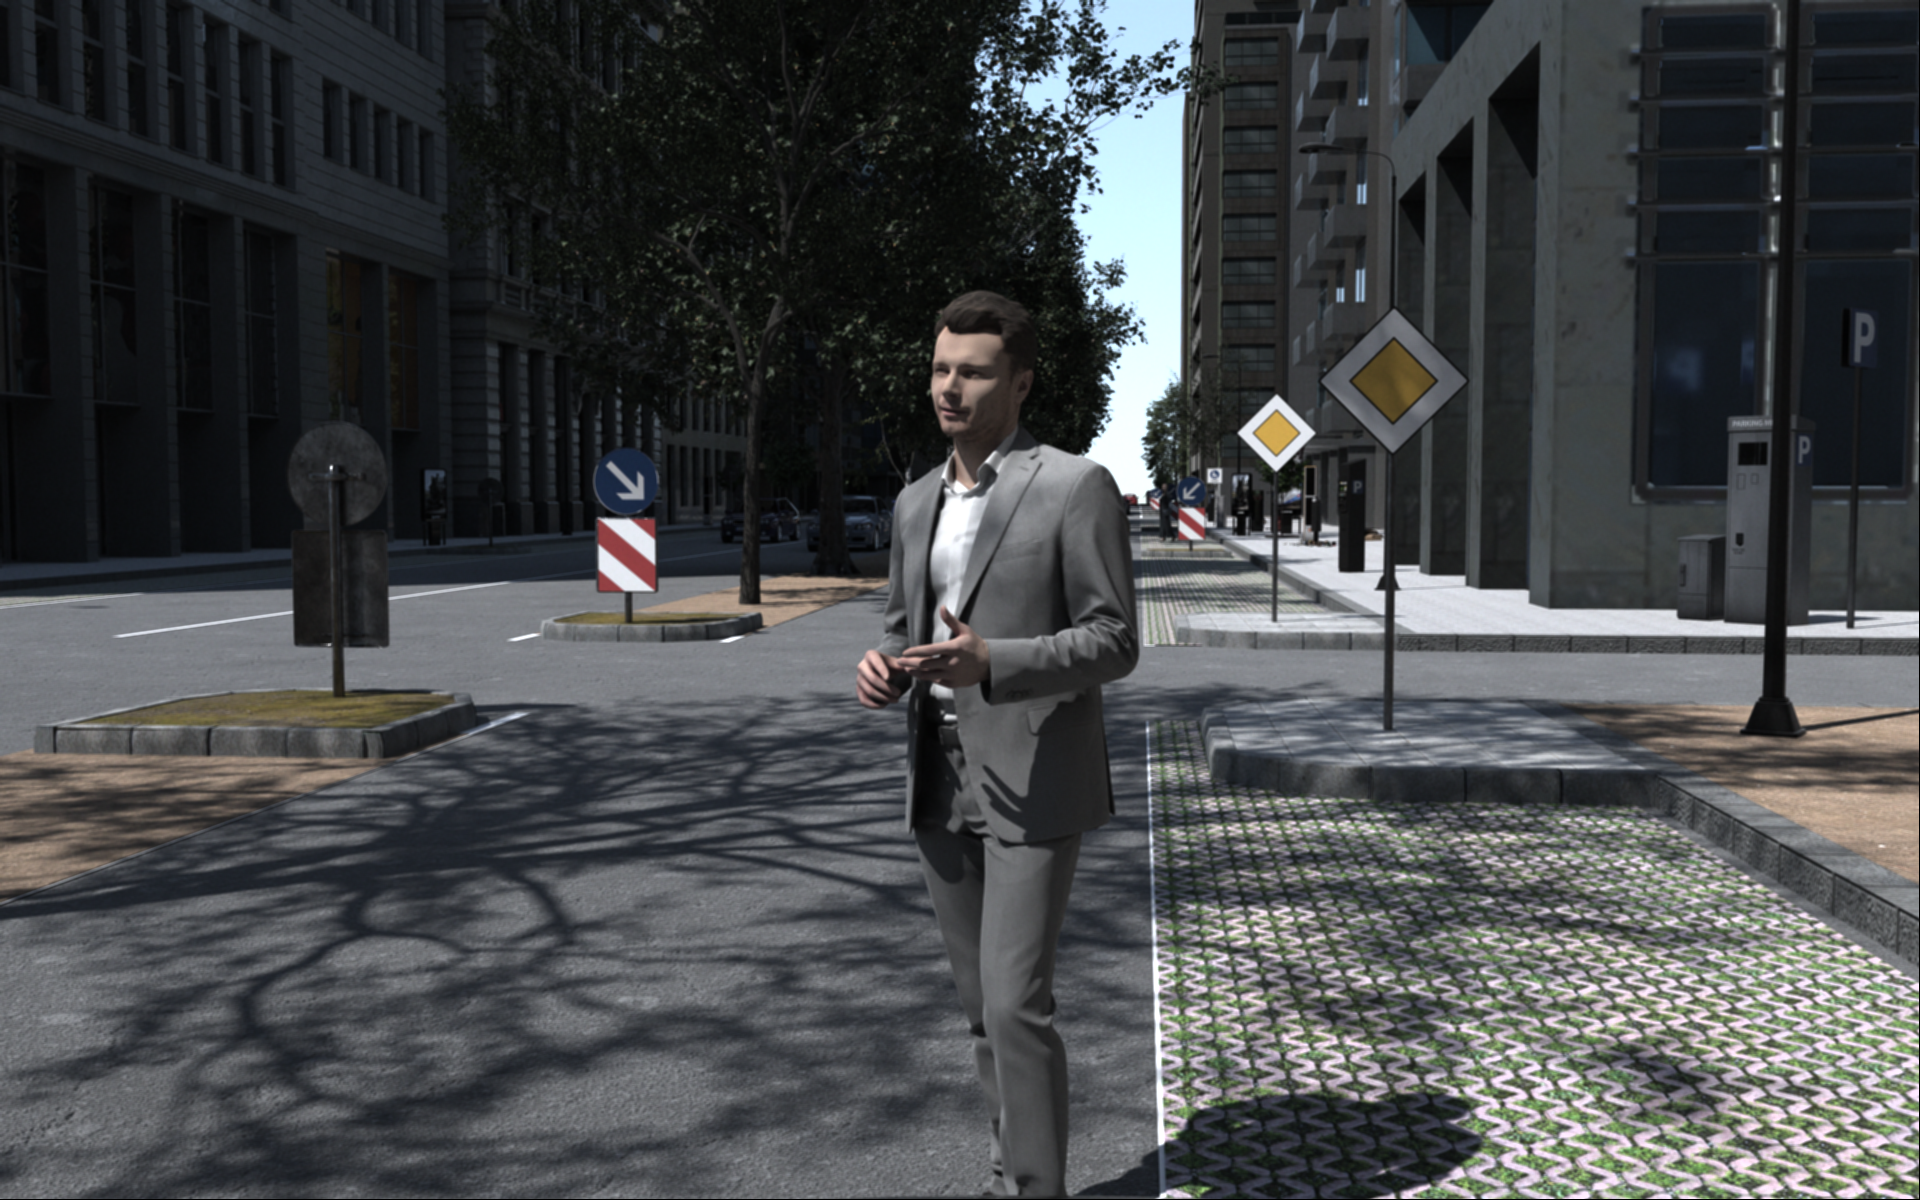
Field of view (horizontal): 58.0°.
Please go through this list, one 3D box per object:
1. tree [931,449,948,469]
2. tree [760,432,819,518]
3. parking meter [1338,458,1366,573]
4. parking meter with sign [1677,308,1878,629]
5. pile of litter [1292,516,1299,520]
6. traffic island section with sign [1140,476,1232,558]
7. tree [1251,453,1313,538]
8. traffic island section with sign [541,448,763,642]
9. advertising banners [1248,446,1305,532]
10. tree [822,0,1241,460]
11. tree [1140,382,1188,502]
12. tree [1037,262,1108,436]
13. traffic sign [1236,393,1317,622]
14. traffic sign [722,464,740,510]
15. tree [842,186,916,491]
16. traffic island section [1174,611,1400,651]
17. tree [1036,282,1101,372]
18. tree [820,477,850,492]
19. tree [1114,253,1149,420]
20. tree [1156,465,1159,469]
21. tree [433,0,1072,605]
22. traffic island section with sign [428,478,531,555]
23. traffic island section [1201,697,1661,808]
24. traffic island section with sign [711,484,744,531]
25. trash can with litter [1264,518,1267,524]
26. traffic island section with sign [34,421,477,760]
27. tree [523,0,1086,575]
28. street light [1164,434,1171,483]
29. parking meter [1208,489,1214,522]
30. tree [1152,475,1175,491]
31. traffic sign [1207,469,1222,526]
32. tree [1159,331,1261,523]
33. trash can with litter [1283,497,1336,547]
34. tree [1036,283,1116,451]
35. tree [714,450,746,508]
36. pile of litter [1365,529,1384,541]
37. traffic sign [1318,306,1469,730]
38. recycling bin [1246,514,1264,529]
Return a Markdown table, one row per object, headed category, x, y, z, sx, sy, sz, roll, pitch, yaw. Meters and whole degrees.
| category | x | y | z | sx | sy | sz | roll | pitch | yaw |
| --- | --- | --- | --- | --- | --- | --- | --- | --- | --- |
| tree | -1.185 | -13.280 | 167.490 | 4.360 | 8.622 | 3.978 | 0 | 3 | 0 |
| tree | -9.092 | -6.630 | 92.114 | 4.285 | 4.588 | 4.351 | 0 | 3 | 0 |
| parking meter | 6.417 | -1.386 | 28.375 | 0.399 | 1.863 | 0.255 | -2 | 4 | -25 |
| parking meter with sign | 7.993 | -1.274 | 17.091 | 0.543 | 3.016 | 1.738 | -3 | 4 | -38 |
| pile of litter | 16.417 | -4.503 | 87.585 | 1.719 | 0.858 | 1.176 | 1 | 4 | 16 |
| traffic island section with sign | 5.146 | -1.887 | 39.488 | 1.989 | 1.847 | 2.006 | 0 | 4 | 6 |
| tree | 9.650 | -3.457 | 51.119 | 1.663 | 3.219 | 1.824 | 0 | 3 | 0 |
| traffic island section with sign | -3.219 | -0.585 | 17.706 | 2.006 | 1.907 | 1.989 | 0 | 4 | 6 |
| advertising banners | 10.811 | -3.844 | 59.043 | 2.074 | 3.025 | 0.090 | -1 | 4 | -14 |
| tree | 0.937 | -11.588 | 47.818 | 12.611 | 20.169 | 13.585 | 0 | 3 | 0 |
| tree | 21.635 | -15.732 | 175.338 | 7.486 | 12.596 | 7.792 | 0 | 3 | 0 |
| tree | 2.879 | -9.723 | 79.557 | 7.486 | 12.596 | 7.792 | 0 | 3 | 0 |
| traffic sign | 3.152 | -0.836 | 17.311 | 0.795 | 2.450 | 0.064 | 0 | 4 | 6 |
| traffic sign | -9.752 | -4.503 | 73.725 | 0.768 | 2.556 | 0.104 | 1 | 4 | 10 |
| tree | -1.226 | -5.307 | 39.589 | 4.737 | 8.622 | 4.395 | 0 | 3 | 0 |
| traffic island section | 3.176 | 0.299 | 17.386 | 2.009 | 0.180 | 2.903 | 0 | 4 | 6 |
| tree | 2.322 | -8.693 | 70.343 | 9.928 | 11.665 | 9.643 | 0 | 3 | 0 |
| tree | -7.269 | -6.662 | 103.528 | 1.663 | 3.219 | 1.824 | 0 | 3 | 0 |
| tree | 1.731 | -8.607 | 60.196 | 9.611 | 12.733 | 9.660 | 0 | 3 | 0 |
| tree | 28.294 | -17.608 | 238.246 | 4.360 | 8.622 | 3.978 | 0 | 3 | 0 |
| tree | -2.778 | -5.192 | 21.753 | 8.767 | 10.594 | 7.601 | 0 | 4 | 6 |
| traffic island section with sign | -11.410 | -2.009 | 41.479 | 1.989 | 1.847 | 2.006 | 0 | 4 | 6 |
| traffic island section | 2.352 | 0.785 | 9.443 | 2.009 | 0.180 | 2.903 | 0 | 4 | 6 |
| traffic island section with sign | -8.628 | -3.649 | 68.291 | 1.989 | 1.847 | 2.006 | 0 | 4 | 6 |
| trash can with litter | 12.692 | -3.826 | 73.944 | 0.624 | 1.170 | 1.055 | -2 | 4 | -32 |
| traffic island section with sign | -3.993 | -0.135 | 10.339 | 2.006 | 1.907 | 1.989 | 0 | 4 | 6 |
| tree | -2.276 | -6.783 | 30.373 | 9.611 | 12.733 | 9.660 | 0 | 3 | 0 |
| street light | 16.663 | -9.841 | 133.433 | 1.470 | 5.913 | 1.316 | 0 | 4 | 6 |
| parking meter | 11.663 | -4.392 | 80.225 | 0.372 | 1.533 | 0.369 | 0 | 3 | 0 |
| tree | 29.010 | -16.076 | 246.554 | 4.285 | 4.588 | 4.351 | 0 | 3 | 0 |
| traffic sign | 10.166 | -4.100 | 69.169 | 0.606 | 2.300 | 0.079 | 1 | 4 | 9 |
| tree | 11.302 | -7.790 | 77.733 | 4.360 | 8.622 | 3.978 | 0 | 3 | 0 |
| trash can with litter | 8.774 | -1.951 | 42.964 | 1.678 | 1.210 | 2.233 | 0 | 4 | 5 |
| tree | 3.747 | -10.955 | 88.226 | 9.857 | 13.997 | 8.962 | 0 | 3 | 0 |
| tree | -10.036 | -4.976 | 75.962 | 1.663 | 3.219 | 1.824 | 0 | 3 | 0 |
| pile of litter | 11.286 | -2.097 | 48.245 | 1.176 | 0.858 | 1.719 | 3 | 5 | 40 |
| traffic sign | 2.328 | -0.350 | 9.369 | 0.795 | 2.450 | 0.064 | 0 | 4 | 6 |
| recycling bin | 10.869 | -3.189 | 64.693 | 0.722 | 1.027 | 0.722 | -2 | 4 | -28 |
